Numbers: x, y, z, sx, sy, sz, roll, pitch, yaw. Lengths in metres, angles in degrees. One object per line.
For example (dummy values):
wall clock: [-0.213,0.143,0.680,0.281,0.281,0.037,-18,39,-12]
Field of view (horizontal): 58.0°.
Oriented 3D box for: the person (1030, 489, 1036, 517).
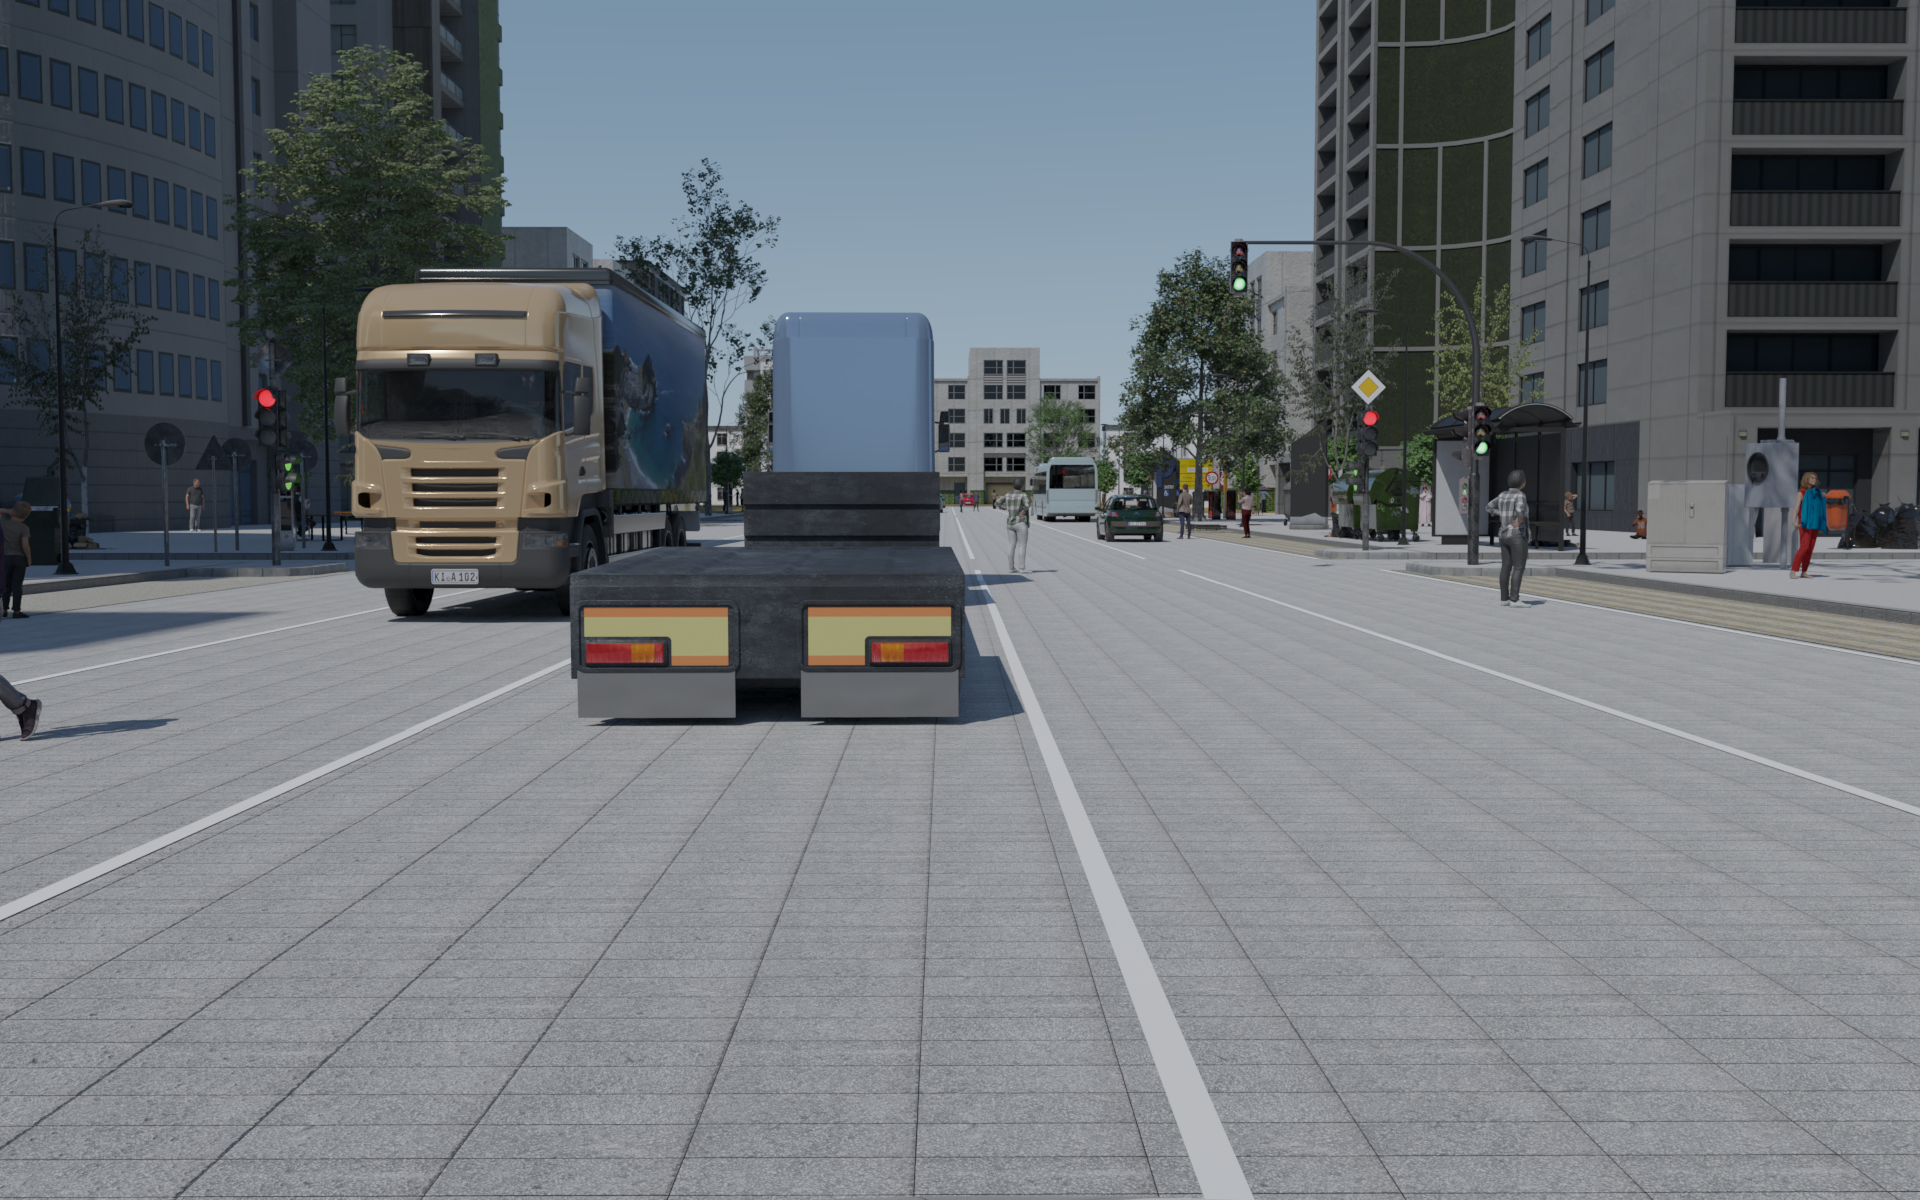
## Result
person: [4.585,-6.078,107.997,0.434,1.807,0.598,1,4,13]

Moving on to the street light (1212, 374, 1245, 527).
street light: [10.438,-5.777,66.991,1.470,5.913,1.316,0,4,0]

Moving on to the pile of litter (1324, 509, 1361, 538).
pile of litter: [11.428,-2.286,51.335,1.176,0.858,1.719,0,4,-2]

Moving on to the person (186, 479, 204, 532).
person: [-26.106,-3.240,59.143,0.598,1.807,0.434,-3,4,-37]

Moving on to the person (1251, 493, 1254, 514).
person: [18.522,-6.255,110.378,0.319,1.574,0.516,-3,5,-43]

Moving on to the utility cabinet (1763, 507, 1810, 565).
utility cabinet: [15.269,-1.272,31.965,0.306,1.237,1.020,-1,4,-9]

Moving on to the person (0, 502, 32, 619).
person: [-10.916,-0.463,19.981,0.435,1.345,0.340,-1,4,-9]

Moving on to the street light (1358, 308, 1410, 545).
street light: [10.639,-4.339,43.481,1.470,5.913,1.316,0,4,0]

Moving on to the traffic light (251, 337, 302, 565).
traffic light: [-12.287,-2.577,31.062,0.839,4.253,0.868,0,4,0]

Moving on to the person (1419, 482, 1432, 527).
person: [18.299,-3.762,68.224,0.551,1.740,0.621,-1,4,-10]

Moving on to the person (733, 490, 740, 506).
person: [-23.812,-10.948,185.051,0.705,1.822,1.348,-3,5,-39]

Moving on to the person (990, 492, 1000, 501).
person: [3.590,-10.199,175.782,1.217,1.766,0.721,-2,4,-29]

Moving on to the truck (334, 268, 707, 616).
truck: [-5.511,-2.132,23.766,2.839,4.237,11.283,0,3,0]

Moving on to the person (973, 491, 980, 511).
person: [1.356,-8.148,142.639,0.541,1.710,0.530,2,4,23]

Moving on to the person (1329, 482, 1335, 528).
person: [14.227,-3.594,65.531,0.376,1.734,0.841,-1,4,-19]

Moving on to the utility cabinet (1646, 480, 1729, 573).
utility cabinet: [11.806,-1.190,28.136,1.173,1.500,0.318,2,4,33]

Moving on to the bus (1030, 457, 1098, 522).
bus: [5.508,-6.003,93.014,2.948,3.499,13.247,0,4,-1]

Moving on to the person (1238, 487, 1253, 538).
person: [9.208,-2.813,55.950,0.517,1.644,0.566,1,4,14]

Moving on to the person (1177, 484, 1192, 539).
person: [7.116,-2.831,55.320,0.617,1.759,0.750,-1,4,-16]

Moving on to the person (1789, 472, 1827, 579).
person: [12.882,-1.134,26.288,0.593,1.614,0.444,0,4,2]

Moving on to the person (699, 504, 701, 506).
person: [-28.334,-11.134,188.530,0.683,1.767,0.568,2,4,32]

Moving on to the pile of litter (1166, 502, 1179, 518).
pile of litter: [11.573,-4.847,93.211,1.719,0.858,1.176,1,4,11]

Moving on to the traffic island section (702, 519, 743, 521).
traffic island section: [-12.467,-4.178,91.176,1.991,0.108,1.994,0,4,0]

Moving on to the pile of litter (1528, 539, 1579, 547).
pile of litter: [14.515,-1.753,42.625,1.176,0.858,1.719,0,4,-7]

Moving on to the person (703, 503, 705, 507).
person: [-25.820,-10.160,175.385,0.697,1.427,0.421,2,4,30]

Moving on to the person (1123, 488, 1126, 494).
person: [14.574,-8.978,152.844,0.705,1.823,1.348,-1,4,-14]

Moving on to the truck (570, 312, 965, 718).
truck: [-1.426,-1.843,19.894,2.967,4.110,18.799,0,4,-1]

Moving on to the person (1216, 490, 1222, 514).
person: [16.786,-6.388,112.699,0.590,1.554,0.614,1,4,9]

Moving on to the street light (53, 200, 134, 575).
street light: [-13.742,-3.361,27.487,1.470,5.913,1.316,0,4,0]

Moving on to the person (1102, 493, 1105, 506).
person: [15.304,-10.940,185.643,0.721,1.736,1.217,0,4,1]

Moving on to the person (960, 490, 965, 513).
person: [0.203,-7.670,134.605,0.721,1.736,1.217,0,4,-8]

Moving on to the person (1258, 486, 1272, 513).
person: [20.981,-6.932,119.375,0.705,1.826,1.348,-2,4,-32]

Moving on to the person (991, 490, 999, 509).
person: [3.307,-9.588,165.275,0.705,1.823,1.348,-2,4,-30]

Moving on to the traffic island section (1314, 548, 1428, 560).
traffic island section: [9.233,-1.043,39.341,2.009,0.180,2.903,0,4,0]

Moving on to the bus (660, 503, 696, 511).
bus: [-9.343,-3.335,46.074,2.896,3.916,12.252,0,4,1]

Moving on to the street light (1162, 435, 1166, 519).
street light: [10.131,-7.237,90.871,1.470,5.913,1.316,0,4,0]

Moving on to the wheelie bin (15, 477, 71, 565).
wheelie bin: [-16.528,-1.430,31.290,0.980,1.594,0.693,-1,4,-10]

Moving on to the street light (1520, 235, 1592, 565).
street light: [10.749,-3.590,31.240,1.470,5.913,1.316,0,4,0]

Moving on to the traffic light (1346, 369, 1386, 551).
traffic light: [9.193,-3.077,39.227,0.839,4.253,0.868,0,4,0]

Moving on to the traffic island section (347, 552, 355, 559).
traffic island section: [-12.388,-1.034,39.181,2.009,0.180,2.903,0,4,0]

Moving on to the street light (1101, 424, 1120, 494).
street light: [9.961,-8.675,114.381,1.470,5.913,1.316,0,4,0]

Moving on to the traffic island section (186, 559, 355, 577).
traffic island section: [-12.327,-0.545,31.196,2.009,0.180,2.903,0,4,0]

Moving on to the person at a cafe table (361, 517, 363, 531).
person at a cafe table: [-18.641,-2.845,55.039,1.622,1.524,1.698,2,4,29]

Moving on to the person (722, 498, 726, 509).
person: [-18.150,-7.647,134.325,1.065,1.426,0.557,1,4,17]

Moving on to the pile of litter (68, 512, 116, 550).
pile of litter: [-20.516,-1.599,40.117,1.719,0.858,1.176,1,4,10]

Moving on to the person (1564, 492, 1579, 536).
person: [18.634,-2.621,52.799,0.435,1.345,0.340,-3,5,-41]

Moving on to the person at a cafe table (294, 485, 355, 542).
person at a cafe table: [-17.833,-2.381,47.440,1.698,1.524,1.622,1,4,21]

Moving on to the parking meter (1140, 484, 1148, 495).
parking meter: [11.107,-6.080,105.125,0.255,1.863,0.399,0,4,2]

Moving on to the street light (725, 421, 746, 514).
street light: [-14.319,-8.430,110.368,1.470,5.913,1.316,0,4,0]

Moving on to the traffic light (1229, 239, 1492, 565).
traffic light: [7.163,-3.451,31.085,4.771,5.953,1.251,0,4,0]

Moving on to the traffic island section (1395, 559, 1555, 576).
traffic island section: [9.294,-0.555,31.356,2.009,0.180,2.903,0,4,0]

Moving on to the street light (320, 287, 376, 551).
street light: [-13.740,-4.066,39.021,1.470,5.913,1.316,0,4,0]

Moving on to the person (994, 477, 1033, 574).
person: [1.027,-1.352,31.331,0.376,1.734,0.841,-3,5,-40]

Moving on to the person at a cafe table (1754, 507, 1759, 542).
person at a cafe table: [20.726,-2.347,46.884,1.622,1.524,1.698,3,4,39]

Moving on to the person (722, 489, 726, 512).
person: [-17.153,-7.371,127.011,0.568,1.767,0.683,-3,5,-40]

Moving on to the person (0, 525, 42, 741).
person: [-5.570,0.049,9.914,0.471,1.553,0.569,-1,4,-12]

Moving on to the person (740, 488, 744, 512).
person: [-16.098,-7.372,127.368,0.721,1.735,1.217,-1,4,-14]

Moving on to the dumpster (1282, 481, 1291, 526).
dumpster: [13.596,-3.860,68.872,1.264,1.857,1.865,0,4,0]

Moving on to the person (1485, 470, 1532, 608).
person: [7.022,-0.783,22.018,0.376,1.734,0.841,0,4,-7]

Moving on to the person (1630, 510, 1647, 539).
person: [19.348,-2.131,49.175,0.859,0.850,0.655,3,4,36]
